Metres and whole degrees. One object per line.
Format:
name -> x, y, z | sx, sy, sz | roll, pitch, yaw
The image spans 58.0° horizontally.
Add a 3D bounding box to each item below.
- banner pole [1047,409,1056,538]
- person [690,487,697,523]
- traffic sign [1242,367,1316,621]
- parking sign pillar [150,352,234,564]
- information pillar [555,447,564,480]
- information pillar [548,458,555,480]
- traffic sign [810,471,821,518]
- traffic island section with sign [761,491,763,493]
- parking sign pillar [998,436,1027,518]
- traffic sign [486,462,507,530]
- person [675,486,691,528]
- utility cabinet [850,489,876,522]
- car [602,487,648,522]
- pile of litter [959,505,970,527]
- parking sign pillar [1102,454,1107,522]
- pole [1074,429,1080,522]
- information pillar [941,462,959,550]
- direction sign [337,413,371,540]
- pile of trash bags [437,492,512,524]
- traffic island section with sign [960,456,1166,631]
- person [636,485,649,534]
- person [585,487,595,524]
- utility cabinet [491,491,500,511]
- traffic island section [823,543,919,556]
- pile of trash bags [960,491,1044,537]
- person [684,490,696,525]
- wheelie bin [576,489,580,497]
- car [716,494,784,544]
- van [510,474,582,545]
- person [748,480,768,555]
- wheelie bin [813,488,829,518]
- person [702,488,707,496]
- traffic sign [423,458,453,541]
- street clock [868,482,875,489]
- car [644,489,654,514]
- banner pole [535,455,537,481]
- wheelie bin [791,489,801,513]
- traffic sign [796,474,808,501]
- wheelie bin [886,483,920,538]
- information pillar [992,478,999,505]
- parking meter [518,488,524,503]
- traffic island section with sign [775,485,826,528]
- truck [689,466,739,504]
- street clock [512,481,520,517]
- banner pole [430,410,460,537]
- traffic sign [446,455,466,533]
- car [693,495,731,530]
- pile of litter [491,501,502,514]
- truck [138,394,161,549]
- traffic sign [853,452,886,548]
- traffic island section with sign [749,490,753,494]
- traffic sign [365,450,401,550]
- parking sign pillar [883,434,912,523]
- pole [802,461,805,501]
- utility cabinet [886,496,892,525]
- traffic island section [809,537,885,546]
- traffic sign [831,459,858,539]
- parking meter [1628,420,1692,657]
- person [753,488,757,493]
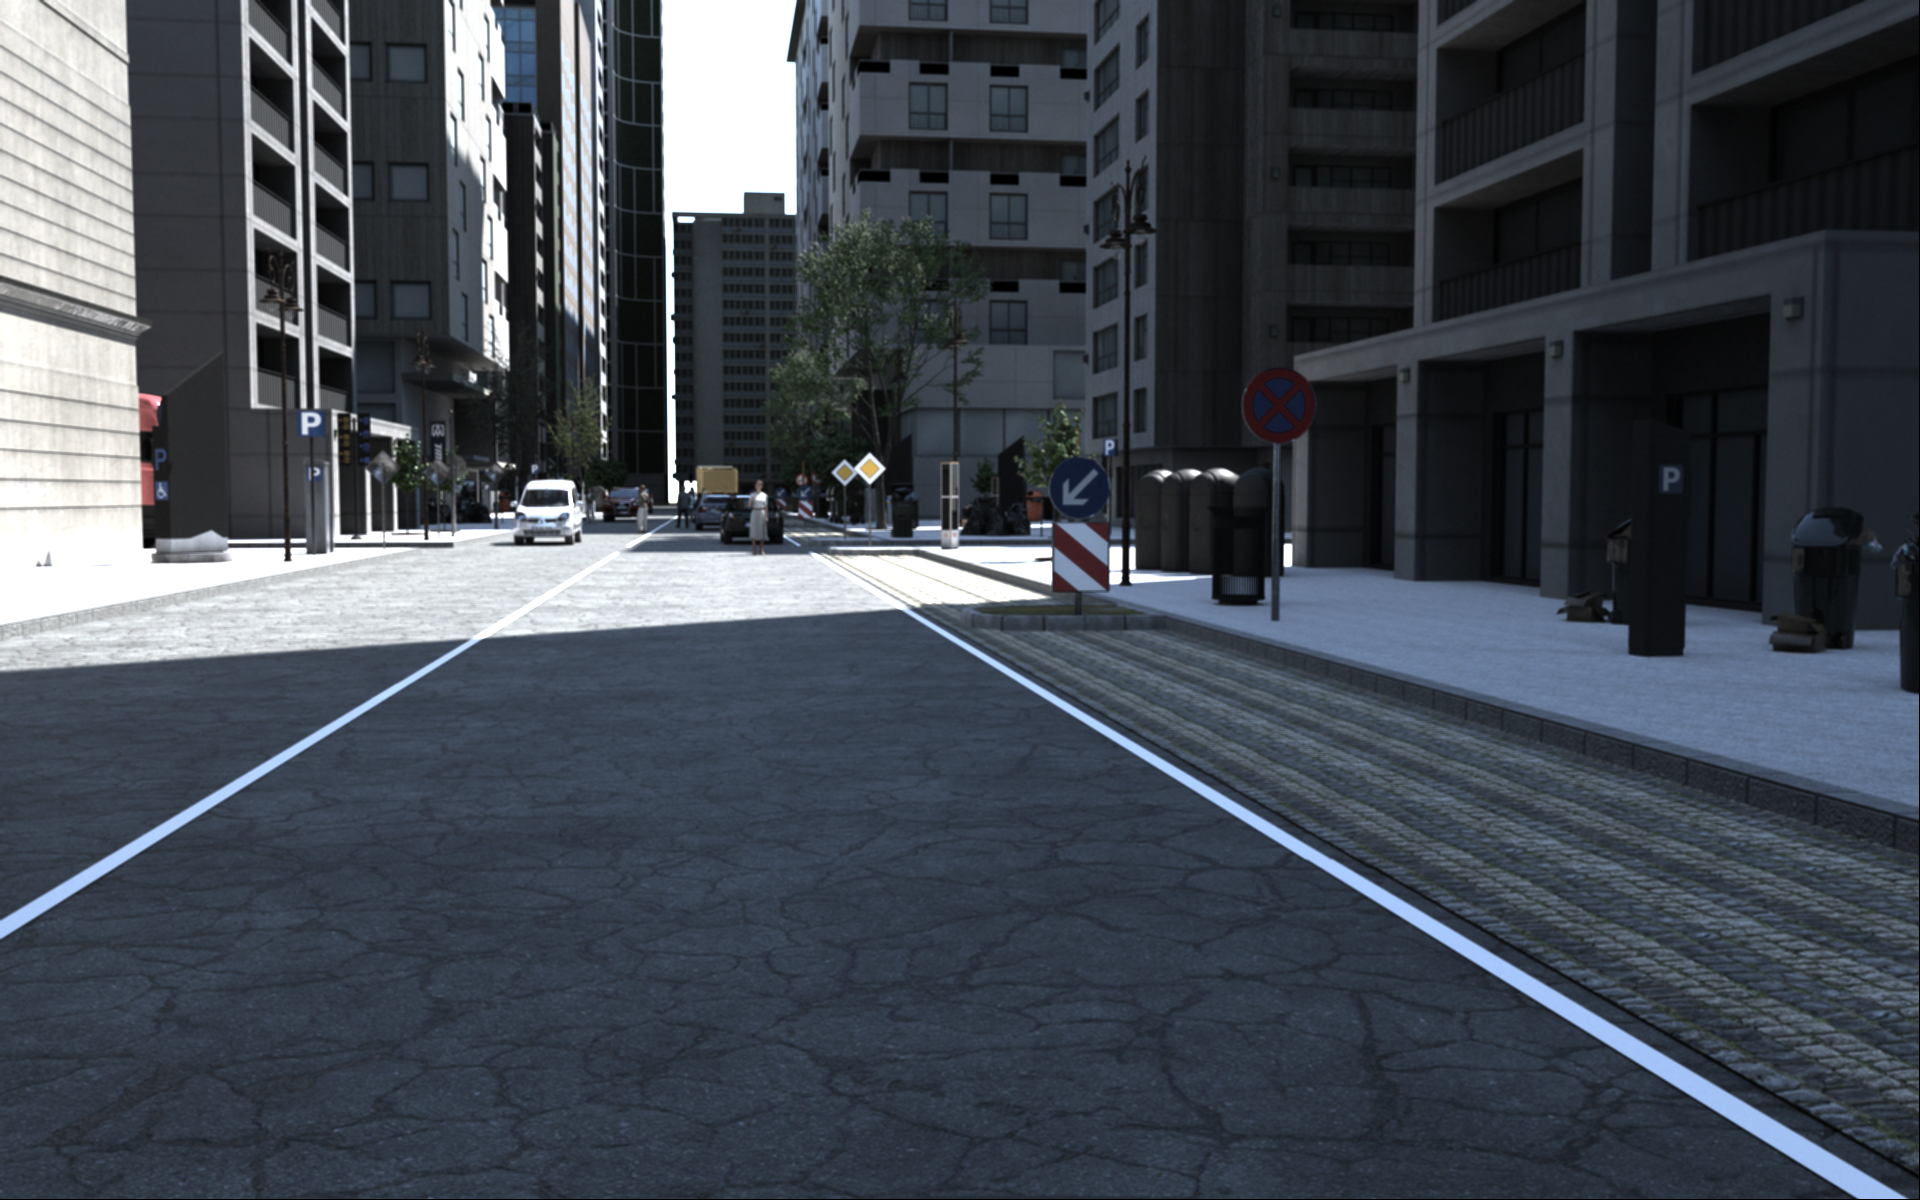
banner pole -> 2.865, -3.672, 50.051 | 0.401, 3.779, 0.863 | -2, 4, -34
person -> -13.162, -4.705, 85.613 | 0.473, 1.802, 0.592 | 2, 4, 24
traffic sign -> 3.197, -1.063, 17.485 | 0.768, 2.556, 0.104 | 0, 4, -7
parking sign pillar -> -14.454, -2.693, 32.511 | 1.447, 3.967, 1.447 | 2, 4, 26
information pillar -> -19.778, -5.789, 86.000 | 0.183, 3.616, 0.504 | 0, 4, 6
information pillar -> -26.611, -7.443, 113.055 | 0.504, 3.616, 0.183 | 0, 4, 8
traffic sign -> -7.515, -5.593, 91.559 | 0.768, 2.556, 0.104 | 0, 4, -3
traffic island section with sign -> -10.601, -5.655, 101.079 | 1.989, 1.847, 2.006 | 0, 4, -8
parking sign pillar -> 2.437, -5.631, 80.531 | 1.447, 3.967, 1.447 | 2, 4, 26
traffic sign -> -16.683, -3.742, 62.370 | 0.795, 2.450, 0.064 | 0, 4, -3
person -> -11.725, -3.934, 73.218 | 0.661, 1.777, 0.834 | -3, 4, -38
utility cabinet -> -4.429, -4.302, 79.014 | 1.173, 1.500, 0.318 | -1, 4, -15
car -> -17.518, -5.022, 90.782 | 2.281, 1.827, 5.304 | 0, 4, -6
pile of litter -> 0.102, -3.257, 67.222 | 1.176, 0.858, 1.719 | -1, 4, -16
parking sign pillar -> 6.575, -5.129, 72.334 | 1.447, 3.967, 1.447 | 2, 4, 35
pole -> 3.543, -3.588, 52.500 | 0.158, 3.312, 0.155 | 0, 3, 0
information pillar -> -0.234, -2.172, 40.007 | 0.304, 2.012, 0.304 | 3, 4, 39
direction sign -> -16.949, -3.458, 48.535 | 0.876, 3.537, 0.379 | -1, 4, -8
pile of trash bags -> -21.428, -4.097, 76.742 | 3.447, 1.369, 1.912 | -3, 5, -44
traffic island section with sign -> 1.048, -0.633, 18.973 | 1.989, 1.847, 2.006 | 0, 4, -8
person -> -11.487, -3.272, 62.549 | 0.362, 1.759, 0.519 | 2, 4, 31
person -> -17.805, -4.541, 83.287 | 0.519, 1.759, 0.362 | 1, 4, 8
utility cabinet -> -31.572, -6.636, 117.178 | 1.173, 1.500, 0.318 | 3, 4, 37
traffic island section -> -2.130, -1.169, 41.399 | 2.009, 0.180, 2.903 | 0, 4, -8
pile of trash bags -> 1.501, -2.659, 53.225 | 1.912, 1.369, 3.447 | -2, 4, -33
person -> -12.562, -4.298, 80.584 | 0.589, 1.601, 0.330 | -3, 4, -36
wheelie bin -> -25.350, -6.454, 113.426 | 0.980, 1.594, 0.693 | 0, 4, -5
car -> -6.156, -2.520, 50.989 | 2.009, 1.686, 4.222 | -1, 4, -10
van -> -11.889, -2.632, 50.051 | 2.013, 2.044, 4.112 | 0, 4, -8
person -> -4.733, -1.933, 40.680 | 0.480, 1.755, 0.524 | -1, 4, -22
wheelie bin -> -7.390, -5.167, 92.388 | 0.693, 1.594, 0.980 | -3, 5, -42
person -> -15.680, -5.968, 106.192 | 0.853, 1.813, 0.709 | -3, 4, -39
traffic sign -> -14.360, -2.693, 47.678 | 0.795, 2.450, 0.064 | 0, 4, -8
street clock -> -4.329, -4.895, 84.608 | 0.358, 2.002, 0.471 | 1, 4, 11
car -> -23.940, -7.361, 129.020 | 2.281, 1.827, 5.304 | -1, 4, -9
banner pole -> -27.311, -7.445, 111.736 | 0.401, 3.779, 0.863 | -1, 4, -18
wheelie bin -> -10.920, -6.618, 116.108 | 0.693, 1.594, 0.980 | 1, 4, 17
traffic sign -> -9.998, -6.686, 109.429 | 0.768, 2.556, 0.104 | 0, 4, -5
wheelie bin -> -1.671, -2.636, 51.013 | 0.980, 1.594, 0.693 | 0, 4, -5
information pillar -> 1.584, -4.466, 77.508 | 0.304, 2.012, 0.304 | 1, 4, 12
parking meter -> -18.764, -4.022, 74.173 | 0.372, 1.533, 0.369 | 0, 3, 0
traffic island section with sign -> -6.746, -3.990, 73.871 | 1.989, 1.847, 2.006 | 0, 4, -8
truck -> -16.659, -7.479, 118.199 | 3.469, 3.379, 9.791 | -1, 4, -10
street clock -> -24.049, -5.465, 93.917 | 0.358, 2.002, 0.471 | -3, 5, -42
banner pole -> -15.477, -3.789, 51.961 | 0.863, 3.779, 0.401 | 0, 4, 1
traffic sign -> -16.505, -3.453, 56.560 | 0.768, 2.556, 0.104 | 0, 4, -4
car -> -9.807, -3.552, 70.083 | 2.014, 1.417, 4.499 | 0, 4, -8
pile of litter -> -30.939, -6.166, 114.775 | 1.176, 0.858, 1.719 | 3, 5, 43
truck -> -23.587, -3.200, 41.232 | 11.283, 4.237, 2.839 | -1, 4, -8
traffic sign -> -2.152, -2.304, 41.318 | 0.795, 2.450, 0.064 | 0, 4, -8
traffic island section with sign -> -21.366, -10.300, 177.034 | 1.989, 1.847, 2.006 | 0, 4, -8
traffic sign -> -13.239, -2.210, 39.772 | 0.795, 2.450, 0.064 | 0, 4, -8
parking sign pillar -> -2.827, -5.434, 77.316 | 1.447, 3.967, 1.447 | -1, 4, -18
pole -> -9.779, -6.992, 108.161 | 0.158, 3.312, 0.155 | 0, 3, 0
utility cabinet -> -2.939, -3.805, 73.368 | 0.306, 1.237, 1.020 | 0, 4, -5
traffic island section -> -3.252, -1.653, 49.305 | 2.009, 0.180, 2.903 | 0, 4, -8
traffic sign -> -3.274, -2.788, 49.224 | 0.795, 2.450, 0.064 | 0, 4, -8
parking meter -> 5.560, -0.492, 13.753 | 0.399, 1.863, 0.255 | -1, 4, -16
person -> -9.641, -4.452, 82.122 | 0.563, 1.720, 0.643 | 2, 4, 32
